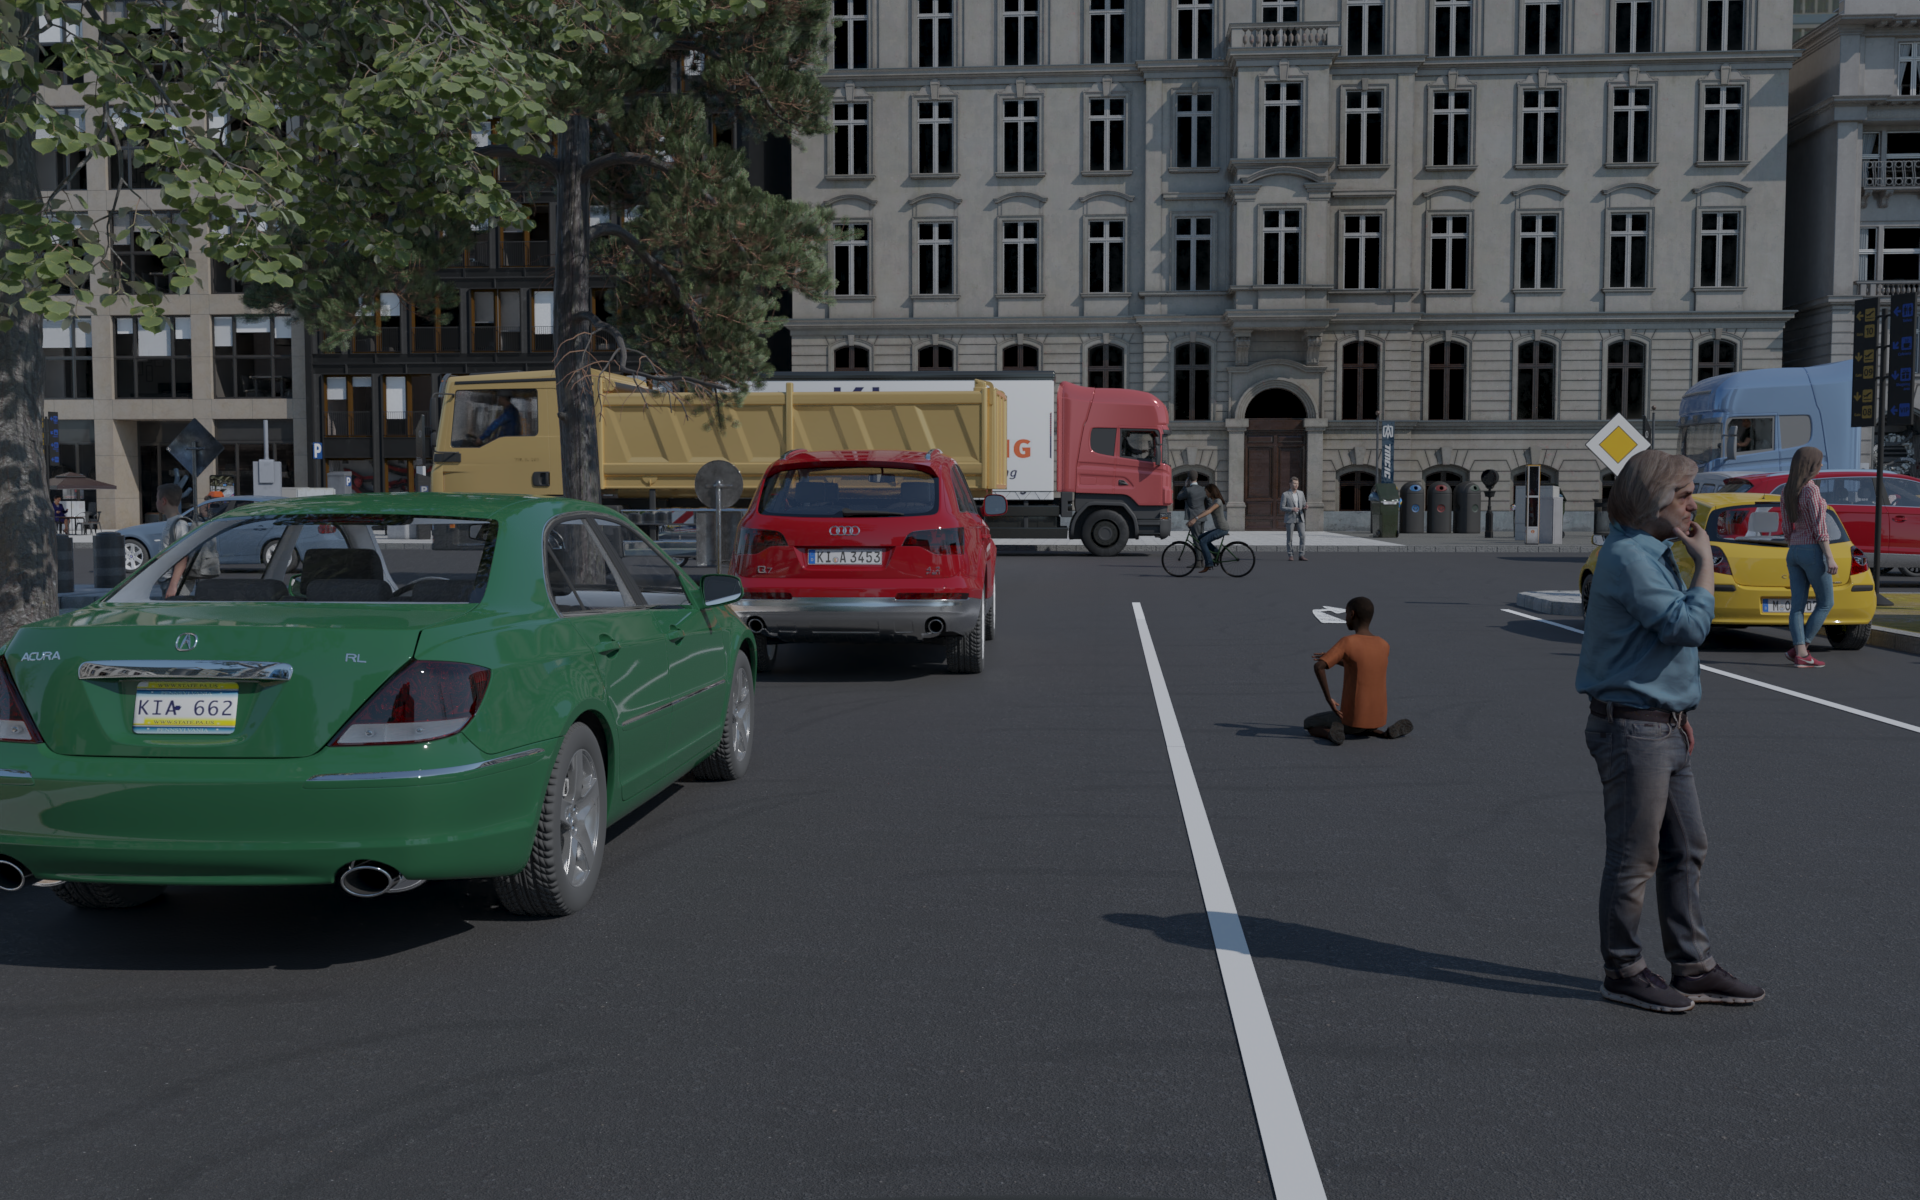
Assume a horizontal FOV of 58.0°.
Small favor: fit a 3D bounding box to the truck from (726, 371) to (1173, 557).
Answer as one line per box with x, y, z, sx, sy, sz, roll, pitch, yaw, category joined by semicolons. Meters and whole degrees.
-0.044;-3.165;40.653;11.283;4.237;2.839;0;4;3;truck

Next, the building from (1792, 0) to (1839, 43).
48.954;-26.393;123.412;32.217;40.220;23.993;0;4;5;building

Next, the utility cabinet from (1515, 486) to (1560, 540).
15.652;-2.342;46.966;0.318;1.500;1.173;-3;4;-36;utility cabinet

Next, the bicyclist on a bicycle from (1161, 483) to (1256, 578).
4.257;-1.202;29.682;1.625;1.676;1.499;0;4;5;bicyclist on a bicycle

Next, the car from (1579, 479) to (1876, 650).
7.534;-0.438;17.382;2.015;1.641;3.980;0;4;3;car

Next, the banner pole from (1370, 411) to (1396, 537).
12.788;-3.811;52.331;0.863;3.779;0.401;-2;4;-24;banner pole

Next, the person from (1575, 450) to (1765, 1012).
1.943;0.359;4.836;0.499;1.552;0.429;-3;4;-36;person

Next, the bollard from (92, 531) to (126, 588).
-11.670;-0.553;23.760;0.404;0.777;0.398;0;3;0;bollard

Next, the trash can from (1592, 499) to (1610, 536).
19.474;-2.488;52.334;0.748;1.137;0.748;0;3;0;trash can

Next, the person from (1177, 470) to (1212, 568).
4.533;-1.573;33.582;0.648;1.900;0.474;-3;5;-42;person

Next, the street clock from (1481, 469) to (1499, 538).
15.449;-2.811;50.530;0.471;2.002;0.358;3;4;37;street clock

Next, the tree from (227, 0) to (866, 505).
-3.805;-5.653;16.932;6.751;12.117;7.091;0;3;0;tree

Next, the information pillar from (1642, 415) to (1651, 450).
20.505;-3.697;51.800;0.183;3.616;0.504;3;5;43;information pillar

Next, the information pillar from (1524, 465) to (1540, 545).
14.473;-2.404;43.802;0.304;2.012;0.304;0;4;7;information pillar

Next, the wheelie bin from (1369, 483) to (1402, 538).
12.458;-2.629;50.898;0.980;1.594;0.693;-1;4;-13;wheelie bin

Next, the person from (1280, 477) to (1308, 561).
7.206;-1.740;37.149;0.606;1.804;0.583;-1;4;-20;person

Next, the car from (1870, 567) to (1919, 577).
18.000;-1.243;30.549;3.980;1.641;2.015;0;4;6;car

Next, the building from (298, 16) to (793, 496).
-14.550;-14.440;65.765;15.834;23.373;12.332;0;4;5;building

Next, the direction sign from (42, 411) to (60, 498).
-24.968;-3.389;47.412;0.379;3.537;0.876;1;4;13;direction sign

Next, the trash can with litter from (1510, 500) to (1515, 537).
16.652;-2.455;51.532;0.624;1.170;1.055;1;4;14;trash can with litter

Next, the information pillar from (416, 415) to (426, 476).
-16.051;-3.685;51.603;0.183;3.616;0.504;-3;5;-40;information pillar

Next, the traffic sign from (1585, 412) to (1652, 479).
8.084;-1.083;21.341;0.795;2.450;0.064;0;4;5;traffic sign

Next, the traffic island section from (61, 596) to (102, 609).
-10.119;-0.041;22.949;2.009;0.180;2.903;0;4;5;traffic island section

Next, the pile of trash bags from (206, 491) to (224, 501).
-37.727;-4.813;88.438;1.912;1.369;3.447;-3;4;-37;pile of trash bags

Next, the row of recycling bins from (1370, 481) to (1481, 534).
15.142;-3.014;56.395;3.534;1.692;1.069;0;4;-2;row of recycling bins

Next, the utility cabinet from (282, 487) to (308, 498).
-22.293;-3.019;58.043;1.173;1.500;0.318;1;4;10;utility cabinet

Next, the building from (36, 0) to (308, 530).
-39.112;-16.349;71.829;34.151;26.468;19.350;0;4;5;building

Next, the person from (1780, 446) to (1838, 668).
7.007;-0.353;14.275;0.388;1.821;0.555;-1;4;-19;person

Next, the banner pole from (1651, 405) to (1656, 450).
19.665;-3.622;49.230;0.401;3.779;0.863;1;4;19;banner pole

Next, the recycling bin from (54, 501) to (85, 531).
-31.262;-2.952;60.819;0.722;1.027;0.722;2;4;26;recycling bin

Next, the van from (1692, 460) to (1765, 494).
14.127;-1.441;30.571;2.013;2.044;4.112;0;4;4;van

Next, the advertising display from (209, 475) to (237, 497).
-24.540;-3.211;57.720;0.974;1.923;0.123;1;4;14;advertising display

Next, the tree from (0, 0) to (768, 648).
-4.276;-5.332;7.760;7.486;12.596;7.792;0;3;0;tree

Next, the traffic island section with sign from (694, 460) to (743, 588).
-3.287;-0.885;22.611;2.006;1.907;1.989;0;4;5;traffic island section with sign

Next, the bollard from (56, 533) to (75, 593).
-11.772;-0.480;22.563;0.404;0.777;0.398;0;3;0;bollard

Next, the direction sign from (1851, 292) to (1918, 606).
10.578;-1.707;19.903;0.379;3.537;0.876;-1;4;-16;direction sign

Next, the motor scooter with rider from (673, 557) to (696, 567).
-4.868;-1.511;33.663;1.986;1.779;0.876;0;4;6;motor scooter with rider

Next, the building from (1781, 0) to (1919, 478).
40.897;-13.471;62.054;24.055;21.916;13.314;0;4;5;building

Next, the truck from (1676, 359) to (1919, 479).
23.652;-2.769;35.033;18.799;4.110;2.967;0;4;4;truck

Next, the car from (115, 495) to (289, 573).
-13.425;-1.221;31.972;4.499;1.417;2.014;0;4;3;car

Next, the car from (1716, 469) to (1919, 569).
14.321;-1.130;27.145;5.304;1.827;2.281;0;4;6;car

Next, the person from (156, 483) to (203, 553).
-5.807;-0.108;12.857;0.503;1.515;0.523;2;4;30;person

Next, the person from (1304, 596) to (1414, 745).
2.265;0.401;10.230;0.859;0.850;0.655;-2;4;-28;person

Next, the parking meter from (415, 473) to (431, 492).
-15.125;-2.638;48.842;0.399;1.863;0.255;-2;4;-32;parking meter

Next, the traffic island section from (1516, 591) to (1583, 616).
8.108;0.053;21.417;2.009;0.180;2.903;0;4;5;traffic island section

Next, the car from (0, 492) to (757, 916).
-2.092;0.271;7.367;2.131;1.459;4.920;0;4;4;car

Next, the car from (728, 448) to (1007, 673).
-0.733;-0.413;15.418;2.281;1.827;5.304;0;4;3;car

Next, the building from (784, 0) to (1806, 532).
11.295;-15.002;64.367;34.723;24.649;14.460;0;4;5;building

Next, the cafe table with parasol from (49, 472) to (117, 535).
-27.692;-3.003;53.968;2.610;1.966;2.610;0;3;0;cafe table with parasol

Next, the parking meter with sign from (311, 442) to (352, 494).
-20.962;-3.807;58.512;1.738;3.016;0.543;1;4;11;parking meter with sign

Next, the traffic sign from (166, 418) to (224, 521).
-10.095;-1.177;22.885;0.795;2.450;0.064;0;4;5;traffic sign

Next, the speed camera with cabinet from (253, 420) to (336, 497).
-17.963;-3.208;46.779;2.038;3.252;0.660;-1;4;-17;speed camera with cabinet

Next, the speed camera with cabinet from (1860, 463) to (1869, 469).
24.448;-3.290;48.121;2.038;3.252;0.660;-2;4;-34;speed camera with cabinet

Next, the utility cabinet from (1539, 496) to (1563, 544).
15.292;-2.073;45.058;0.306;1.237;1.020;-1;4;-10;utility cabinet

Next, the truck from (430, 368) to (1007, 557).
-4.215;-1.941;27.653;9.791;3.379;3.469;0;4;6;truck

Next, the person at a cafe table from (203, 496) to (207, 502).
-39.736;-4.961;91.967;1.698;1.238;1.726;-1;4;-21;person at a cafe table
